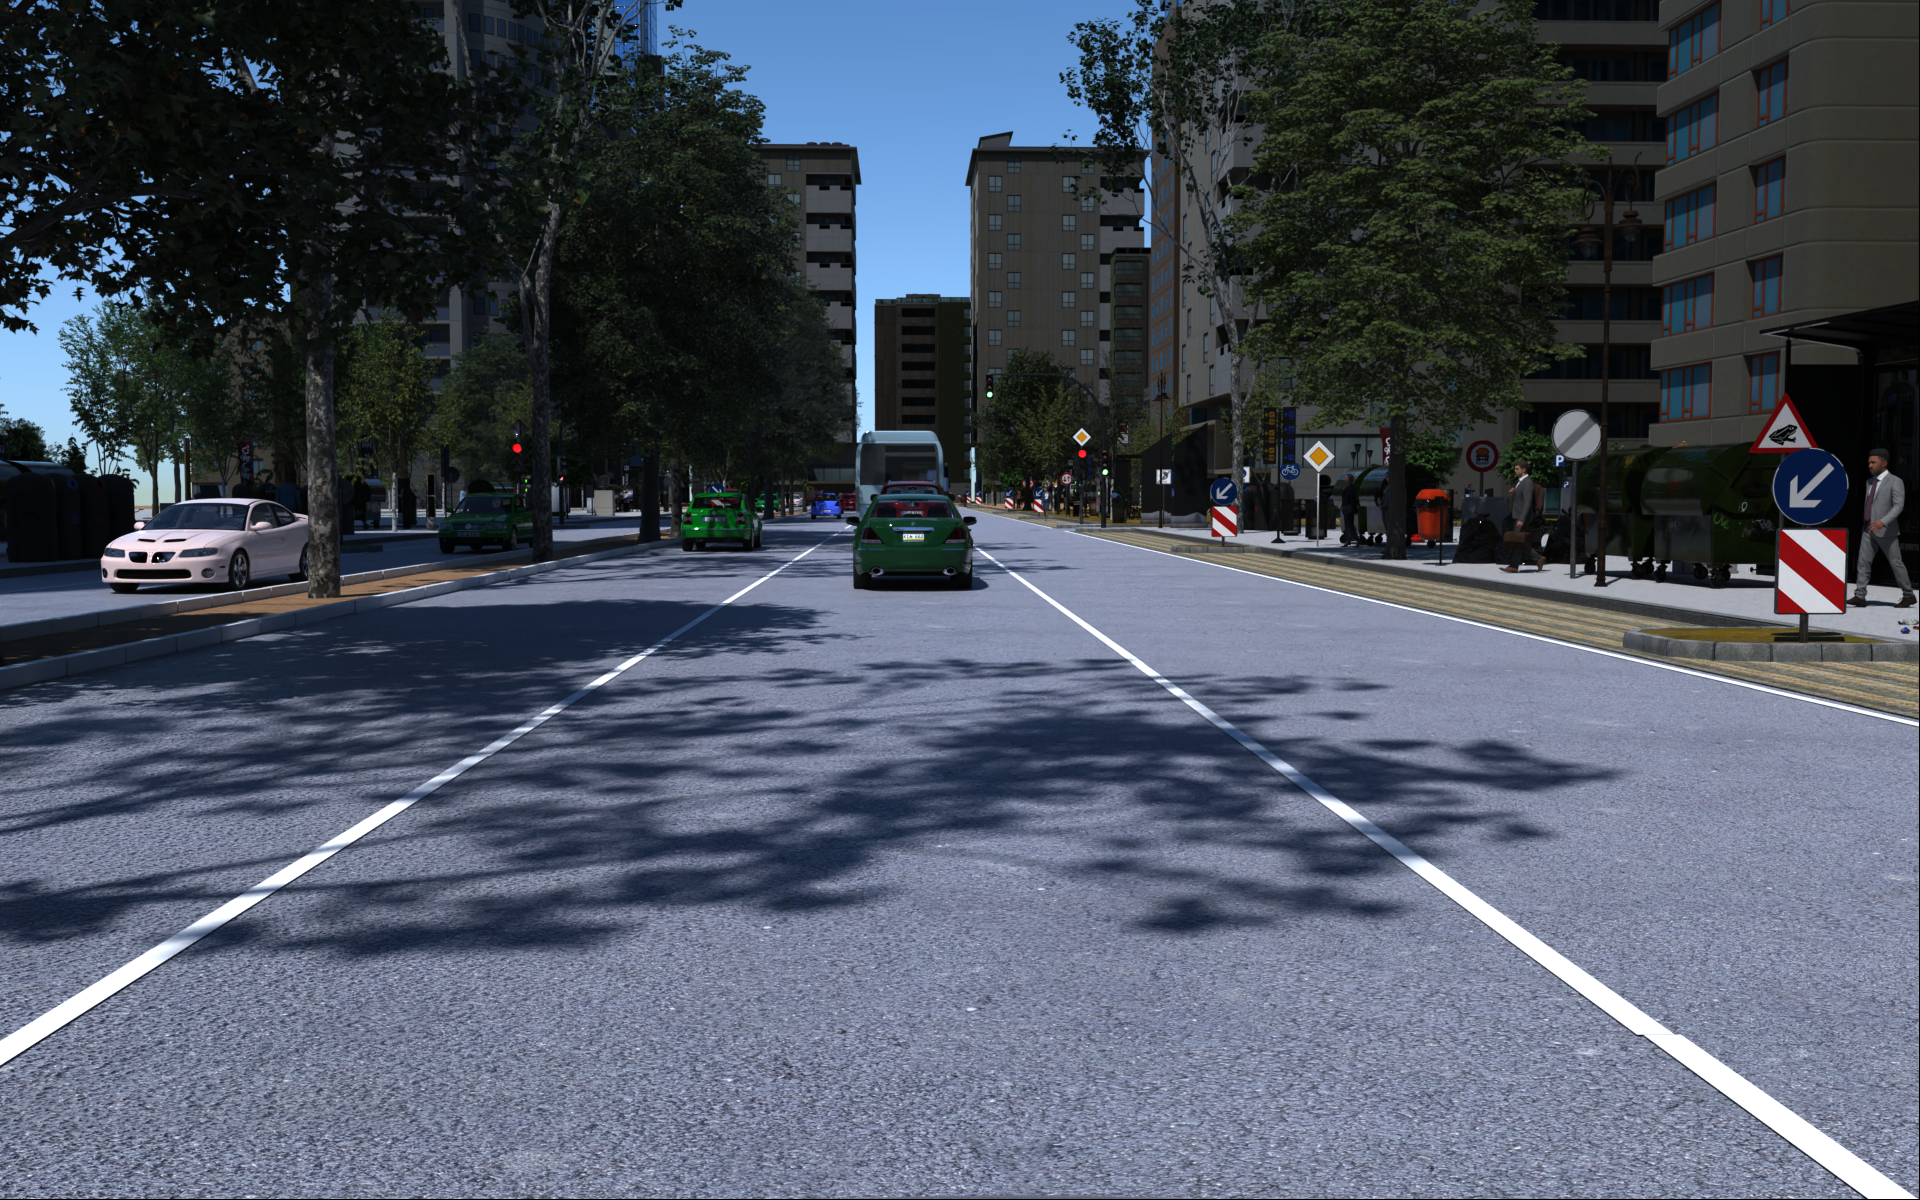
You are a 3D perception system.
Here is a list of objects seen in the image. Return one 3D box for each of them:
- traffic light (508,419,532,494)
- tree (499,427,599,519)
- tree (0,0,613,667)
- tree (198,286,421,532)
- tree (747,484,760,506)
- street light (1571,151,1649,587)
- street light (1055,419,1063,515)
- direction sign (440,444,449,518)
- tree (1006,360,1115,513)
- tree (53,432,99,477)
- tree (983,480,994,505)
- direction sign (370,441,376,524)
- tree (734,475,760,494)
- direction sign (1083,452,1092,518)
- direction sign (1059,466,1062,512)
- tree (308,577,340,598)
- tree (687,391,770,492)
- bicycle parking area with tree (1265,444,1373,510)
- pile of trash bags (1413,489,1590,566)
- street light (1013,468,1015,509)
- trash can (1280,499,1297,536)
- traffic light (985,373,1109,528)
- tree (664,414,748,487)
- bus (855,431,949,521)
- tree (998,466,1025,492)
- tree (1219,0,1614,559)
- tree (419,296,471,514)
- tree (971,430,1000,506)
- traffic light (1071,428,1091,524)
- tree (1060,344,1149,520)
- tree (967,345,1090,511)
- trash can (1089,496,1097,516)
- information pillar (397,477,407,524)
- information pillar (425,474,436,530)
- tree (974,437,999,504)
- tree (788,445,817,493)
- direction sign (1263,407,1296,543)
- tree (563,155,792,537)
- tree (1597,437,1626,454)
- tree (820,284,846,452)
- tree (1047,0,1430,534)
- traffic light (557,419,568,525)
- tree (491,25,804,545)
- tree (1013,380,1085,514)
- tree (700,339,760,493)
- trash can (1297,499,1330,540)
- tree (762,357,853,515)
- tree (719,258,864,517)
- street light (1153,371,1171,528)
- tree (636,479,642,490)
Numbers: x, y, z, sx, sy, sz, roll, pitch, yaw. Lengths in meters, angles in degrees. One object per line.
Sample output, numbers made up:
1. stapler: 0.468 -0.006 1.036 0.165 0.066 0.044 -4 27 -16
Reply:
1. traffic light: -16.441 -4.634 64.682 0.839 4.253 0.868 0 4 -2
2. tree: -19.734 -5.902 80.217 4.285 4.588 4.351 0 3 0
3. tree: -7.847 -5.729 13.128 9.611 12.733 9.660 0 3 0
4. tree: -19.215 -6.158 51.040 4.737 8.622 4.395 0 3 0
5. tree: -23.365 -12.195 193.989 1.663 3.219 1.824 0 3 0
6. street light: 8.887 -3.123 23.842 0.468 5.910 1.993 0 4 -2
7. street light: 6.077 -8.225 107.271 0.468 5.910 1.993 0 4 -2
8. direction sign: -23.480 -5.323 79.020 0.379 3.537 0.876 -3 5 -39
9. tree: 6.968 -11.296 119.105 8.767 10.594 7.601 2 4 29
10. tree: -27.203 -3.594 53.365 1.663 3.219 1.824 0 3 0
11. tree: 3.334 -13.235 210.997 1.663 3.219 1.824 0 3 0
12. direction sign: -24.998 -5.004 73.813 0.379 3.537 0.876 -2 4 -32
13. tree: -22.451 -12.095 181.472 4.285 4.588 4.351 0 3 0
14. direction sign: 6.855 -6.250 94.177 0.379 3.537 0.876 -3 5 -39
15. direction sign: 7.219 -8.153 125.297 0.379 3.537 0.876 0 4 3
16. tree: -9.986 -10.133 24.024 12.611 20.169 13.585 0 3 0
17. tree: -10.271 -7.479 75.099 4.360 8.622 3.978 0 3 0
18. bicycle parking area with tree: 20.171 -6.894 99.726 8.231 4.147 9.016 2 4 30
19. pile of trash bags: 9.804 -1.347 31.777 3.447 1.369 1.912 -2 4 -24
20. street light: 4.639 -10.724 148.132 0.468 5.910 1.993 0 4 -2
21. trash can: 10.217 -2.555 53.428 0.748 1.137 0.748 0 3 0
22. traffic light: 3.320 -5.539 65.225 4.771 5.953 1.251 0 4 -2
23. tree: -22.408 -14.098 147.515 9.611 12.733 9.660 0 3 0
24. bus: -1.812 -3.797 56.941 2.948 3.499 13.247 0 4 0
25. tree: 5.002 -10.806 160.391 4.285 4.588 4.351 0 3 0
26. tree: 8.814 -7.096 34.141 7.486 12.596 7.792 0 3 0
27. tree: -19.329 -6.623 58.644 4.737 8.622 4.395 0 3 0
28. tree: 3.326 -14.558 188.382 4.360 8.622 3.978 0 3 0
29. traffic light: 5.136 -5.168 73.418 0.839 4.253 0.868 0 4 -2
30. tree: 7.285 -8.239 85.066 4.360 8.622 3.978 0 3 0
31. tree: 5.268 -13.214 133.060 9.611 12.733 9.660 0 3 0
32. trash can: 7.912 -5.529 102.058 0.748 1.137 0.748 0 3 0
33. information pillar: -24.322 -4.346 75.547 0.304 2.012 0.304 1 4 15
34. information pillar: -18.967 -3.521 62.066 0.304 2.012 0.304 -2 4 -25
35. tree: 3.488 -16.531 220.637 4.737 8.622 4.395 0 3 0
36. tree: -12.370 -10.690 127.606 4.737 8.622 4.395 0 3 0
37. direction sign: 8.316 -3.251 45.149 0.876 3.537 0.379 2 4 32
38. tree: -9.451 -8.346 57.047 7.486 12.596 7.792 0 3 0
39. tree: 22.257 -3.920 58.688 1.663 3.219 1.824 0 3 0
40. tree: -10.746 -11.475 96.729 9.857 13.997 8.962 0 3 0
41. tree: 8.838 -12.135 54.301 12.611 20.169 13.585 0 3 0
42. traffic light: -14.625 -6.000 72.768 4.771 5.953 1.251 0 4 -2
43. tree: -8.732 -8.511 48.269 9.857 13.997 8.962 0 3 0
44. tree: 5.750 -9.812 110.791 4.737 8.622 4.395 0 3 0
45. tree: -9.318 -6.780 63.673 4.737 8.622 4.395 0 3 0
46. trash can: 10.052 -2.274 48.841 0.748 1.137 0.748 0 3 0
47. tree: -12.030 -12.644 134.948 9.928 11.665 9.643 0 3 0
48. tree: -10.268 -10.556 85.412 12.009 13.543 11.850 0 3 0
49. street light: 7.553 -5.641 65.024 0.468 5.910 1.993 0 4 -2
50. tree: -21.329 -7.657 119.794 1.663 3.219 1.824 0 3 0
